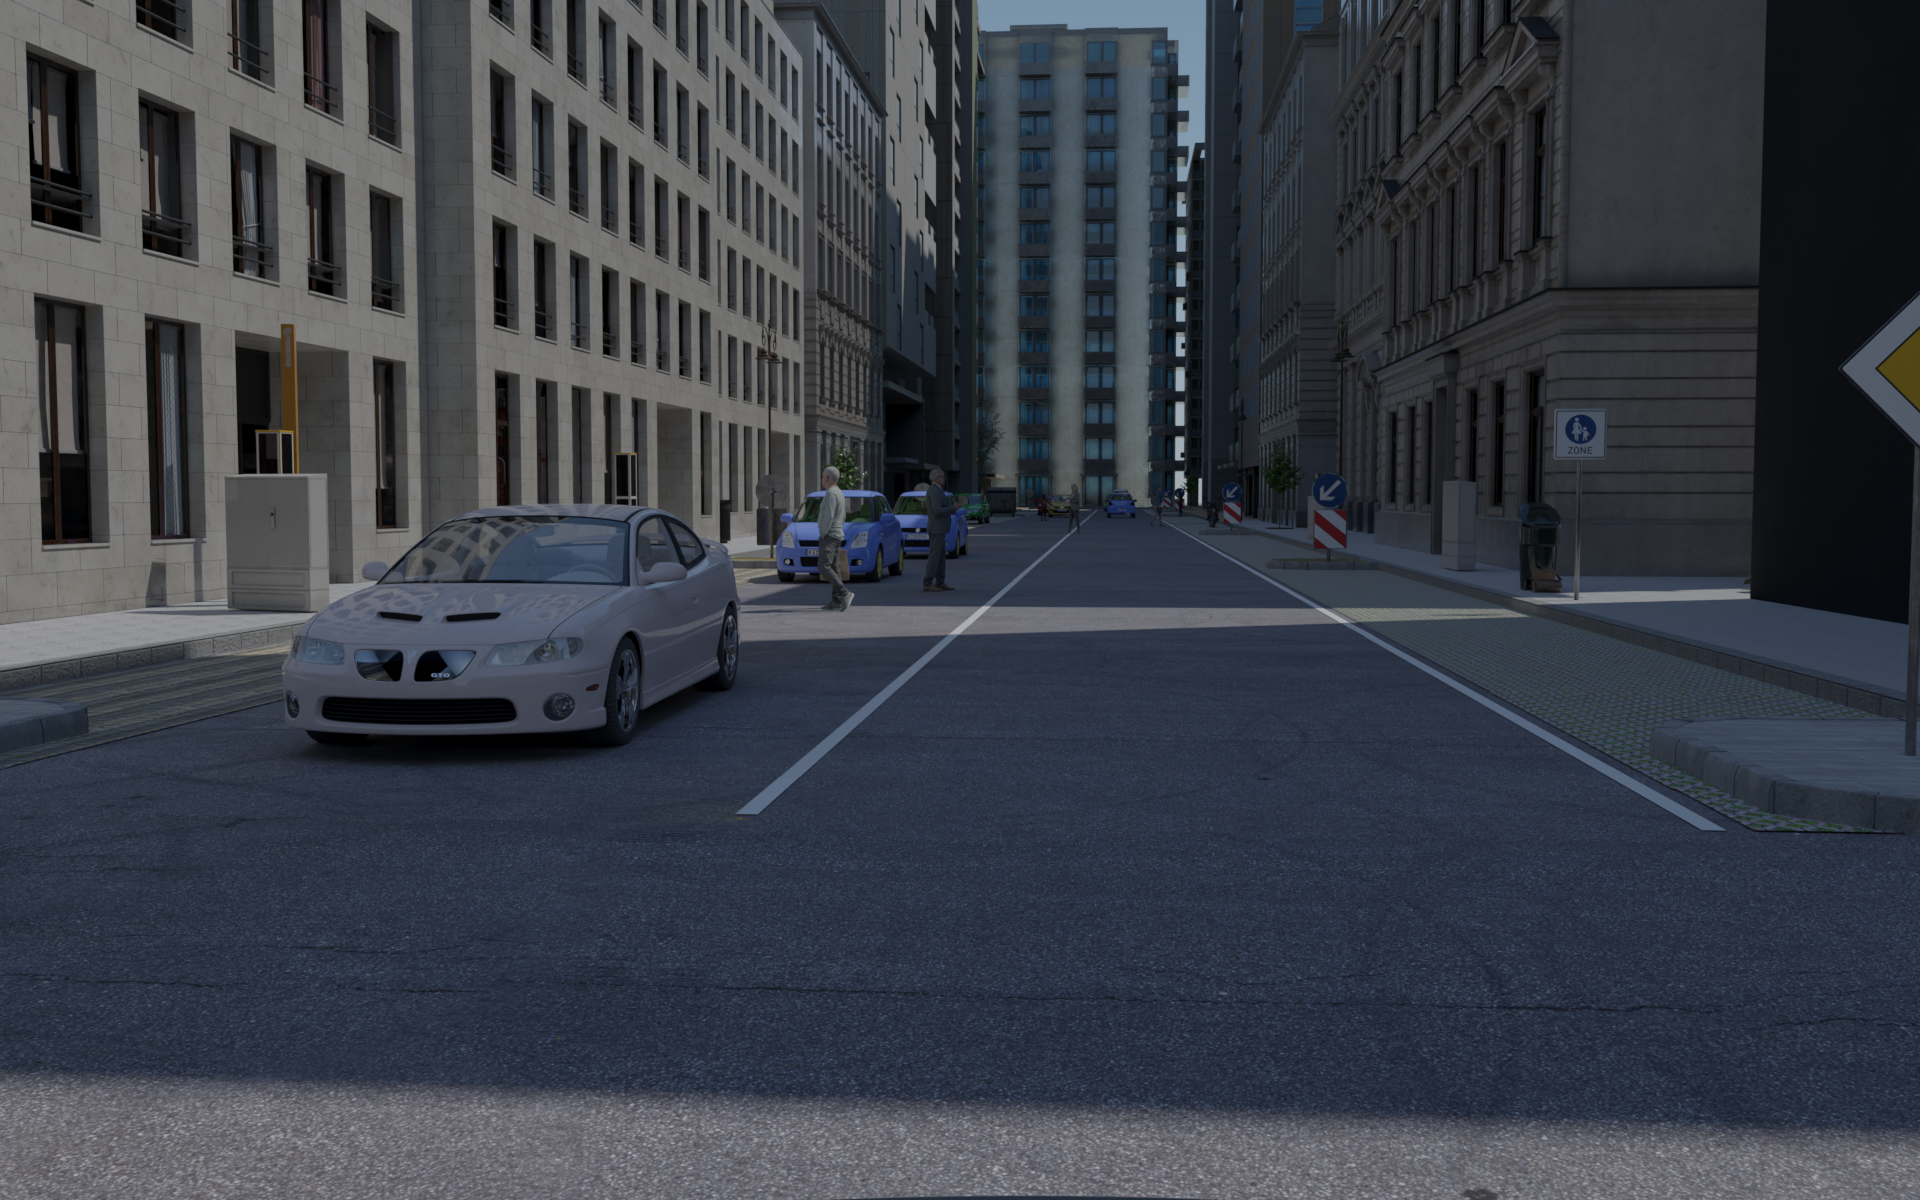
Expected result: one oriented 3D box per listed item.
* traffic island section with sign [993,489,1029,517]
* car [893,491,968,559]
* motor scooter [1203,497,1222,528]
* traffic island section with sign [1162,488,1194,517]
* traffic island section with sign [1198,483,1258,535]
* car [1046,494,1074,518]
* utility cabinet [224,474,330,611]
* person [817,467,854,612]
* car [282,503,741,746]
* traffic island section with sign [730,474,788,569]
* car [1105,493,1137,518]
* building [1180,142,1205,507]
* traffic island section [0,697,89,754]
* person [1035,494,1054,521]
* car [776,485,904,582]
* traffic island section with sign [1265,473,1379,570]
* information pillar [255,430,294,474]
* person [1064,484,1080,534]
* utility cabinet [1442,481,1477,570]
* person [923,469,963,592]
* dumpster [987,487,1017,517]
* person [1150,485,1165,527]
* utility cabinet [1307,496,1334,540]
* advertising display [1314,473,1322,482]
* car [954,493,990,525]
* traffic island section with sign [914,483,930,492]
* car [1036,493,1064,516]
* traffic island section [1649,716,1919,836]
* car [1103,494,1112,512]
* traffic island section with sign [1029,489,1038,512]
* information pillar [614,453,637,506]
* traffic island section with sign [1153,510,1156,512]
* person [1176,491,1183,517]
[{"bbox_3d":[3.184,-6.250,110.821,1.989,1.847,2.006,0,4,5],"label":"traffic island section with sign"},{"bbox_3d":[-0.768,-1.830,39.506,1.945,1.707,3.694,0,4,5],"label":"car"},{"bbox_3d":[10.842,-3.765,74.335,0.815,1.314,1.986,0,4,5],"label":"motor scooter"},{"bbox_3d":[13.810,-6.197,109.945,1.989,1.847,2.006,0,4,5],"label":"traffic island section with sign"},{"bbox_3d":[9.389,-3.191,60.807,1.989,1.847,2.006,0,4,5],"label":"traffic island section with sign"},{"bbox_3d":[6.318,-5.898,106.653,2.015,1.641,3.980,0,4,4],"label":"car"},{"bbox_3d":[-7.471,-0.626,18.921,1.173,1.500,0.318,1,4,23],"label":"utility cabinet"},{"bbox_3d":[-1.528,-0.760,21.417,0.515,1.767,0.782,0,4,6],"label":"person"},{"bbox_3d":[-2.693,0.059,11.405,2.083,1.381,4.827,0,4,5],"label":"car"},{"bbox_3d":[-3.735,-1.550,33.975,1.989,1.847,2.006,0,4,5],"label":"traffic island section with sign"},{"bbox_3d":[9.696,-5.790,104.249,1.945,1.707,3.694,0,4,4],"label":"car"},{"bbox_3d":[35.612,-29.957,181.684,23.993,40.220,32.217,0,4,5],"label":"building"},{"bbox_3d":[-6.261,0.782,9.498,2.009,0.180,2.903,0,4,5],"label":"traffic island section"},{"bbox_3d":[4.448,-4.891,91.735,1.065,1.426,0.557,-1,4,-23],"label":"person"},{"bbox_3d":[-1.994,-1.205,29.299,1.945,1.707,3.694,0,4,6],"label":"car"},{"bbox_3d":[6.923,-1.514,33.384,1.989,1.847,2.006,0,4,5],"label":"traffic island section with sign"},{"bbox_3d":[-7.927,-0.954,20.090,0.304,2.012,0.304,1,4,9],"label":"information pillar"},{"bbox_3d":[4.110,-3.309,62.790,0.526,1.800,0.537,-1,4,-22],"label":"person"},{"bbox_3d":[8.418,-1.254,29.183,0.318,1.500,1.173,0,4,3],"label":"utility cabinet"},{"bbox_3d":[-0.257,-1.032,25.545,0.590,1.801,0.661,0,4,-7],"label":"person"},{"bbox_3d":[2.556,-6.006,106.406,1.865,1.857,1.264,0,4,6],"label":"dumpster"},{"bbox_3d":[8.733,-4.155,76.453,0.654,1.822,0.581,1,4,21],"label":"person"},{"bbox_3d":[9.965,-2.244,47.854,0.306,1.237,1.020,-1,4,-15],"label":"utility cabinet"},{"bbox_3d":[11.205,-3.003,54.315,0.123,1.923,0.974,0,4,4],"label":"advertising display"},{"bbox_3d":[0.399,-4.505,82.448,1.959,1.807,4.718,0,4,7],"label":"car"},{"bbox_3d":[-1.289,-3.207,61.063,1.989,1.847,2.006,0,4,5],"label":"traffic island section with sign"},{"bbox_3d":[6.178,-6.570,116.465,2.155,1.783,4.494,0,4,5],"label":"car"},{"bbox_3d":[4.686,0.842,8.513,2.009,0.180,2.903,0,4,5],"label":"traffic island section"},{"bbox_3d":[12.653,-8.114,141.461,1.959,1.807,4.718,0,4,4],"label":"car"},{"bbox_3d":[5.590,-7.892,137.669,1.989,1.847,2.006,0,4,5],"label":"traffic island section with sign"},{"bbox_3d":[-5.970,-1.619,30.962,0.304,2.012,0.304,1,4,13],"label":"information pillar"},{"bbox_3d":[16.266,-7.864,137.207,1.989,1.847,2.006,0,4,5],"label":"traffic island section with sign"},{"bbox_3d":[13.629,-5.958,107.378,0.415,1.643,0.593,0,4,5],"label":"person"}]
